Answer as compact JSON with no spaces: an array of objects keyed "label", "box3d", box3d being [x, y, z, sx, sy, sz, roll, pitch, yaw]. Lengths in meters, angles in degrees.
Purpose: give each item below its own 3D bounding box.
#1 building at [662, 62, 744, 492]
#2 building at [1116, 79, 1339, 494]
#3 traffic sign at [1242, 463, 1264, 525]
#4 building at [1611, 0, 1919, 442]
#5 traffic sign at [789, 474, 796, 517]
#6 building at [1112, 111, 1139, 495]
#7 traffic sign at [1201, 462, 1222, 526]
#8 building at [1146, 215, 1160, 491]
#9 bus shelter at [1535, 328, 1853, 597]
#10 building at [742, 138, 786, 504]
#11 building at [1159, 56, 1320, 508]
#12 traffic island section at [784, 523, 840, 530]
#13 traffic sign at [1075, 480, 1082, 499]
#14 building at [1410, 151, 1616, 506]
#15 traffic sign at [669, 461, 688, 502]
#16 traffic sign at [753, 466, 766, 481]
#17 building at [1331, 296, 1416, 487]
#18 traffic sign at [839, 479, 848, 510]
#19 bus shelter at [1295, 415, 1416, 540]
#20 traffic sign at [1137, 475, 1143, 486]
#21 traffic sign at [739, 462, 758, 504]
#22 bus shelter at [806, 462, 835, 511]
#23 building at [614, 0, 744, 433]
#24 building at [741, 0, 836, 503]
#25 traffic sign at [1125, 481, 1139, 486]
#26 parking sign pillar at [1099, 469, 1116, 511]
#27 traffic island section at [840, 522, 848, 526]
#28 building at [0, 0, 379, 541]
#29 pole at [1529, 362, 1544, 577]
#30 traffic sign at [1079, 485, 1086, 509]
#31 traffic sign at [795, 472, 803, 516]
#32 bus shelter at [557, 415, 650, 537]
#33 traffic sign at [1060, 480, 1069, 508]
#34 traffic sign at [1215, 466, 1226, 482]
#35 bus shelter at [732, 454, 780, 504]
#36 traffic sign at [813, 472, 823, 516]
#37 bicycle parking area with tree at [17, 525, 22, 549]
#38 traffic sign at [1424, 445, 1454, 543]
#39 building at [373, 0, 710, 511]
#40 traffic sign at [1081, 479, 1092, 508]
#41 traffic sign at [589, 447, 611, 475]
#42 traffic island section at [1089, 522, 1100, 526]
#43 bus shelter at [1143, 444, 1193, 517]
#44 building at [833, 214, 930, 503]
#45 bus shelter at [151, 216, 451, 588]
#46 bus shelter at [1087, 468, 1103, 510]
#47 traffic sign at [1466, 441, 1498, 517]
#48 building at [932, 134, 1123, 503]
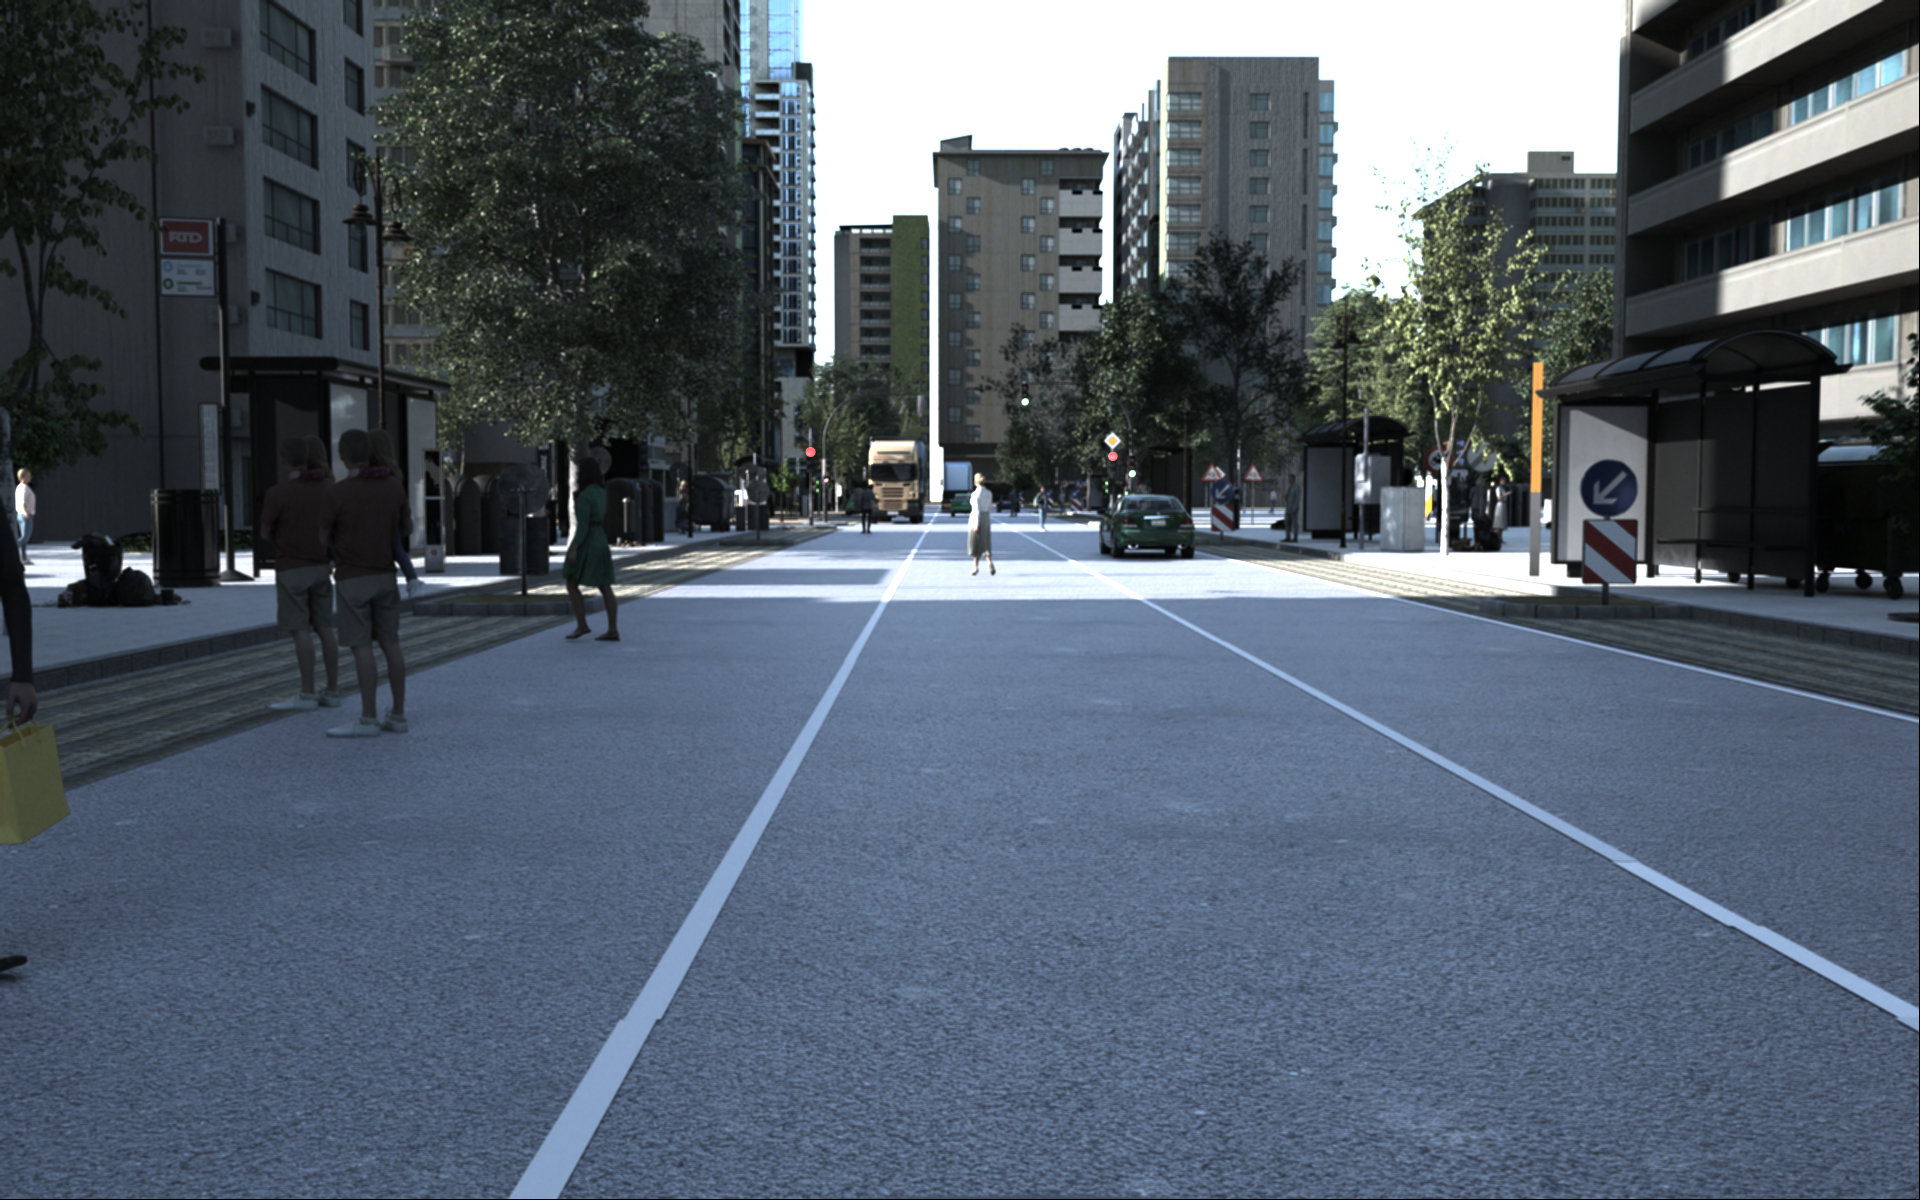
[{"label":"building","box3d":[-27.965,-29.166,160.459,14.154,41.232,14.086,0,4,0]},{"label":"building","box3d":[30.890,-35.679,202.963,23.786,49.044,30.456,0,4,0]},{"label":"traffic sign","box3d":[12.031,-4.353,71.180,0.884,2.594,0.081,0,4,0]},{"label":"building","box3d":[30.666,-25.548,41.410,21.300,48.544,21.600,0,4,0]},{"label":"traffic sign","box3d":[-9.432,-5.878,96.203,0.768,2.556,0.104,0,4,5]},{"label":"building","box3d":[37.559,-43.777,257.756,28.212,58.520,21.231,0,4,0]},{"label":"traffic sign","box3d":[10.178,-4.287,70.102,0.884,2.594,0.081,0,4,1]},{"label":"building","box3d":[26.322,-25.030,180.935,14.160,30.474,14.107,0,4,0]},{"label":"bus shelter","box3d":[9.868,-1.837,23.954,2.014,3.302,5.546,0,4,0]},{"label":"building","box3d":[-35.030,-33.778,206.890,28.867,44.769,22.147,0,4,0]},{"label":"building","box3d":[25.862,-29.480,165.597,14.154,41.232,14.086,0,4,0]},{"label":"traffic island section","box3d":[-6.065,-2.950,70.508,2.009,0.180,2.903,0,4,0]},{"label":"traffic sign","box3d":[10.454,-9.313,152.376,0.768,2.556,0.104,0,4,3]},{"label":"building","box3d":[67.147,-31.208,202.130,23.993,40.220,32.217,0,4,0]},{"label":"traffic sign","box3d":[-10.825,-4.076,66.756,0.768,2.556,0.104,0,4,2]},{"label":"traffic sign","box3d":[-9.249,-4.837,79.188,0.768,2.556,0.104,1,4,8]},{"label":"building","box3d":[58.740,-29.605,255.746,14.107,30.474,14.160,0,4,0]},{"label":"traffic sign","box3d":[-9.543,-8.693,142.240,0.768,2.556,0.104,0,4,7]},{"label":"bus shelter","box3d":[10.643,-3.253,47.107,2.014,3.302,5.546,0,4,0]},{"label":"traffic sign","box3d":[11.443,-6.850,112.104,0.768,2.556,0.104,0,4,1]},{"label":"traffic sign","box3d":[-8.435,-4.219,69.081,0.768,2.556,0.104,0,4,5]},{"label":"bus shelter","box3d":[-10.328,-8.386,128.396,1.731,3.624,6.357,0,4,0]},{"label":"building","box3d":[-30.891,-45.208,177.404,20.563,71.187,20.611,0,4,0]},{"label":"building","box3d":[-34.371,-57.775,257.293,31.000,86.520,22.319,0,4,0]},{"label":"traffic sign","box3d":[10.650,-6.574,107.487,0.884,2.594,0.081,0,4,0]},{"label":"parking sign pillar","box3d":[11.181,-8.647,129.852,1.447,3.967,1.447,2,4,33]},{"label":"traffic island section","box3d":[-6.121,-3.438,78.493,2.009,0.180,2.903,0,4,0]},{"label":"building","box3d":[-26.183,-17.208,53.053,14.107,30.474,14.160,0,4,0]},{"label":"pole","box3d":[8.960,-2.023,26.921,0.158,3.312,0.155,0,3,0]},{"label":"traffic sign","box3d":[10.735,-9.211,150.601,0.884,2.594,0.081,0,4,8]},{"label":"traffic sign","box3d":[-9.463,-6.087,99.532,0.884,2.594,0.081,0,4,4]},{"label":"bus shelter","box3d":[-11.077,-3.850,54.229,1.731,3.624,6.357,0,4,0]},{"label":"traffic sign","box3d":[9.271,-9.398,153.766,0.768,2.556,0.104,0,4,8]},{"label":"traffic sign","box3d":[12.119,-5.005,81.567,0.795,2.593,0.064,0,4,6]},{"label":"bus shelter","box3d":[-10.651,-5.933,90.926,2.014,3.302,5.546,0,4,-1]},{"label":"traffic sign","box3d":[-8.327,-6.234,102.025,0.768,2.556,0.104,0,4,2]},{"label":"bicycle parking area with tree","box3d":[-23.374,-2.866,33.865,8.231,4.147,9.016,0,4,-1]},{"label":"traffic sign","box3d":[12.507,-2.765,45.309,0.768,2.556,0.104,0,4,6]},{"label":"building","box3d":[-35.937,-26.943,132.398,32.217,40.220,23.993,0,4,0]},{"label":"traffic sign","box3d":[9.815,-8.198,134.036,0.884,2.594,0.081,0,4,0]},{"label":"traffic sign","box3d":[-9.771,-2.849,46.679,0.768,2.556,0.104,1,4,9]},{"label":"traffic island section","box3d":[6.920,-3.443,78.579,2.009,0.180,2.903,0,4,0]},{"label":"bus shelter","box3d":[10.102,-5.688,84.280,1.731,3.624,6.357,0,4,0]},{"label":"building","box3d":[-11.395,-34.945,254.941,14.086,41.232,14.154,0,4,0]},{"label":"bus shelter","box3d":[-10.524,-3.072,27.864,2.179,5.291,8.768,0,4,0]},{"label":"bus shelter","box3d":[11.083,-8.770,137.320,2.014,3.302,5.546,0,4,-1]},{"label":"traffic sign","box3d":[12.367,-2.507,41.102,0.768,2.556,0.104,0,4,0]},{"label":"building","box3d":[9.679,-41.130,261.707,27.495,52.752,28.713,0,4,0]}]
